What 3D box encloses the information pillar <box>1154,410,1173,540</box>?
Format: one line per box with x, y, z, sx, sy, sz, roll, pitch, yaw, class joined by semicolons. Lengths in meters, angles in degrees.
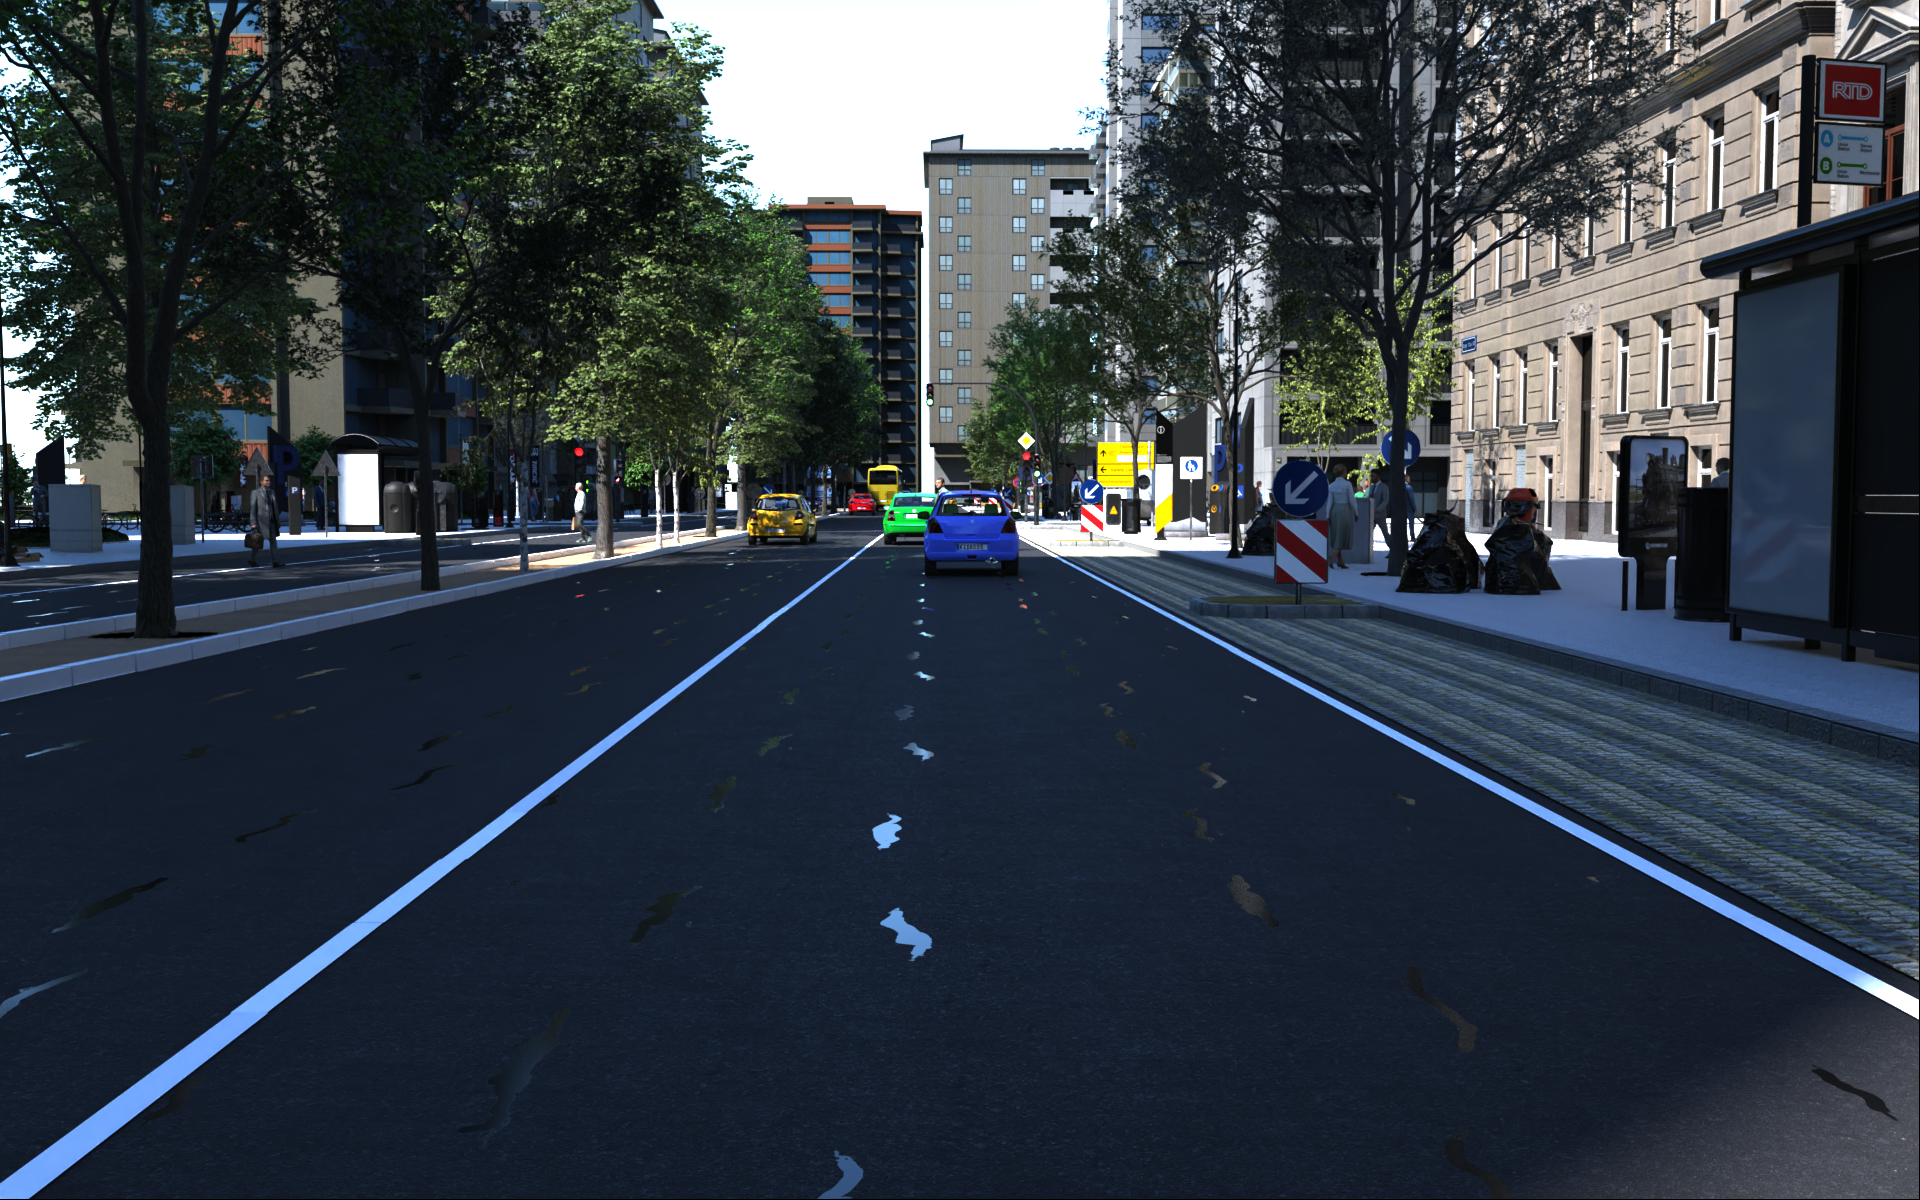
5.653;-3.466;48.022;0.504;3.616;0.183;1;4;21;information pillar

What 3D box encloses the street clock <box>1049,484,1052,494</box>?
6.070;-7.010;119.176;0.471;2.002;0.358;-2;4;-24;street clock

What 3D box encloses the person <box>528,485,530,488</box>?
-22.801;-5.215;91.899;0.593;1.750;0.643;-1;4;-9;person

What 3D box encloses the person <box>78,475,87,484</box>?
-25.345;-2.696;50.006;0.514;1.842;0.818;3;5;40;person

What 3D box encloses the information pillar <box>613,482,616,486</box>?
-20.619;-6.080;103.898;0.304;2.012;0.304;0;4;4;information pillar

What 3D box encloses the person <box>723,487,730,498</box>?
-19.851;-8.685;147.397;0.474;1.900;0.648;2;4;29;person

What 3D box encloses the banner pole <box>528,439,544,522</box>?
-19.087;-5.403;78.355;0.863;3.779;0.401;0;4;7;banner pole

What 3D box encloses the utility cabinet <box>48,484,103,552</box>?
-19.578;-1.815;38.351;1.173;1.500;0.318;1;4;18;utility cabinet

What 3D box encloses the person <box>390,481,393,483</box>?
-22.688;-3.840;69.046;0.478;1.798;0.641;-2;4;-26;person

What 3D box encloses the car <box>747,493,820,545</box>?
-5.116;-2.449;50.259;2.015;1.641;3.980;0;4;1;car

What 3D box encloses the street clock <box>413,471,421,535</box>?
-16.818;-3.012;53.820;0.358;2.002;0.471;-2;4;-30;street clock

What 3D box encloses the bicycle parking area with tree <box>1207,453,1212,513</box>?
18.243;-8.035;118.372;9.016;4.147;8.231;0;4;-4;bicycle parking area with tree

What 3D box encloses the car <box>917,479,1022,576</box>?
0.181;-1.357;31.778;1.945;1.707;3.694;0;4;-1;car

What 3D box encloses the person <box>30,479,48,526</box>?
-34.483;-3.612;64.909;0.655;1.846;0.447;-2;4;-25;person

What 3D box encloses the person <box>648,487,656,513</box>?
-20.495;-6.639;114.858;0.678;1.792;0.850;-1;4;-22;person

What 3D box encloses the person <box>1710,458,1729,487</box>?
11.084;-1.167;25.238;0.709;1.813;0.853;-2;4;-24;person

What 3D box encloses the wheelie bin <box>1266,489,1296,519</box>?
7.669;-2.012;40.808;0.693;1.594;0.980;-3;4;-36;wheelie bin

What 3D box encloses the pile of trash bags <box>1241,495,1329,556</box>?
7.402;-1.681;37.239;1.912;1.369;3.447;2;4;30;pile of trash bags

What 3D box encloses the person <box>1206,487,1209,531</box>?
8.060;-3.155;57.813;0.526;1.800;0.537;-2;4;-25;person

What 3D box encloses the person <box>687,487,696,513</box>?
-18.007;-6.715;116.250;0.534;1.772;0.576;2;4;24;person

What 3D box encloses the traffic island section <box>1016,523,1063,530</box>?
3.133;-2.960;70.678;2.009;0.180;2.903;0;4;-1;traffic island section

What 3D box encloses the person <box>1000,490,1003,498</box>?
4.902;-12.257;207.116;0.551;1.740;0.621;1;4;17;person

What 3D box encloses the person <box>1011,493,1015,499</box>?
6.351;-12.630;212.684;0.705;1.807;1.348;3;5;41;person

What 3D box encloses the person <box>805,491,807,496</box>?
-17.567;-11.573;198.274;0.434;1.755;0.990;0;4;3;person

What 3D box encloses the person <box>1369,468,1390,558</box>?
8.343;-1.726;34.540;0.850;1.792;0.678;-1;4;-23;person

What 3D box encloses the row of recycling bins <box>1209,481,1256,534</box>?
8.498;-2.857;53.828;1.069;1.692;3.534;0;4;-2;row of recycling bins

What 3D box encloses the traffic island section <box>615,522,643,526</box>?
-15.515;-3.433;78.418;2.009;0.180;2.903;0;4;-1;traffic island section

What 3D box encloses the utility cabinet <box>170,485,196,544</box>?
-19.988;-2.169;44.142;1.173;1.500;0.318;2;4;32;utility cabinet

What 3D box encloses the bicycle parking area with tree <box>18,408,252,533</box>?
-27.879;-4.446;59.694;9.016;4.147;8.231;0;4;-1;bicycle parking area with tree

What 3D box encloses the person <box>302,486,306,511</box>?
-33.447;-4.970;87.897;0.593;1.750;0.643;0;4;2;person

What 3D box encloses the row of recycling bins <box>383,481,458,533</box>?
-18.034;-3.123;58.179;1.069;1.692;3.534;1;4;17;row of recycling bins

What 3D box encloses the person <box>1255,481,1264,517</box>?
11.913;-3.868;69.380;0.778;1.811;0.616;2;4;24;person

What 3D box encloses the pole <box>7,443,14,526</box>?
-38.024;-4.620;69.378;0.158;3.312;0.155;0;3;0;pole

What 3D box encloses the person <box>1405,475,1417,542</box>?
12.033;-2.470;46.603;0.419;1.800;0.721;-3;4;-36;person

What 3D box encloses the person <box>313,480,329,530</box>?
-22.844;-3.406;61.912;0.419;1.800;0.721;1;4;19;person

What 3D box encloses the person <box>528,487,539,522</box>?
-19.698;-4.529;80.098;0.555;1.821;0.388;1;4;20;person

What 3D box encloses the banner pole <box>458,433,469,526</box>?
-20.144;-4.913;70.350;0.863;3.779;0.401;3;5;42;banner pole

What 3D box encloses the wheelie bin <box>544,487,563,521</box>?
-19.166;-4.510;81.648;0.980;1.594;0.693;2;4;28;wheelie bin

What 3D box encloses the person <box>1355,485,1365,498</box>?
16.848;-3.928;72.971;0.600;1.795;0.529;0;4;-1;person

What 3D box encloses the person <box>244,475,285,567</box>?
-13.580;-1.545;33.864;0.767;1.812;0.694;2;4;27;person

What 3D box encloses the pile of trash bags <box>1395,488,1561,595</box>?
7.251;-0.844;23.558;1.912;1.369;3.447;2;4;32;pile of trash bags

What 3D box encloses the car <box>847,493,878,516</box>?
-6.564;-6.566;116.395;2.155;1.783;4.494;0;4;-2;car

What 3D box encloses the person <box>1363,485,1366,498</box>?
19.298;-4.648;82.633;0.643;1.750;0.593;1;4;12;person

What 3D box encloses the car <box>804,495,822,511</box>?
-12.590;-8.193;146.531;1.945;1.354;3.894;0;4;-2;car

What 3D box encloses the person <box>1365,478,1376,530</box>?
13.941;-3.247;59.112;0.794;1.824;0.713;-2;4;-30;person

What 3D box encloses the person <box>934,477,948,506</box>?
-0.417;-1.899;39.645;0.391;1.810;0.635;-2;4;-25;person

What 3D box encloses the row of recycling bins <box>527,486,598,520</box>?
-19.807;-4.832;86.120;3.534;1.692;1.069;-1;4;-8;row of recycling bins

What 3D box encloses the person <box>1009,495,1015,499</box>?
5.193;-10.800;182.633;1.348;1.823;0.705;3;5;41;person

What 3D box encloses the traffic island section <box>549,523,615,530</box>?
-15.407;-2.945;70.434;2.009;0.180;2.903;0;4;-1;traffic island section

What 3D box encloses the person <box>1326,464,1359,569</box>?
6.478;-1.426;29.589;0.641;1.798;0.478;-3;4;-36;person

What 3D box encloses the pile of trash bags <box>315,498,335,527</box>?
-24.686;-3.658;69.560;1.912;1.369;3.447;-1;4;-8;pile of trash bags

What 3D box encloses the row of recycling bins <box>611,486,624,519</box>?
-18.880;-4.976;88.462;3.534;1.692;1.069;0;4;5;row of recycling bins

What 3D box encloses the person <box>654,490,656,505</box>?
-32.556;-10.883;184.494;1.217;1.766;0.721;-1;4;-14;person

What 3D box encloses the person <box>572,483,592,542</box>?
-11.284;-2.609;51.635;0.515;1.767;0.782;-1;4;-22;person

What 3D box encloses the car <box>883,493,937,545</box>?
-1.271;-2.539;50.312;1.959;1.807;4.718;0;4;0;car
